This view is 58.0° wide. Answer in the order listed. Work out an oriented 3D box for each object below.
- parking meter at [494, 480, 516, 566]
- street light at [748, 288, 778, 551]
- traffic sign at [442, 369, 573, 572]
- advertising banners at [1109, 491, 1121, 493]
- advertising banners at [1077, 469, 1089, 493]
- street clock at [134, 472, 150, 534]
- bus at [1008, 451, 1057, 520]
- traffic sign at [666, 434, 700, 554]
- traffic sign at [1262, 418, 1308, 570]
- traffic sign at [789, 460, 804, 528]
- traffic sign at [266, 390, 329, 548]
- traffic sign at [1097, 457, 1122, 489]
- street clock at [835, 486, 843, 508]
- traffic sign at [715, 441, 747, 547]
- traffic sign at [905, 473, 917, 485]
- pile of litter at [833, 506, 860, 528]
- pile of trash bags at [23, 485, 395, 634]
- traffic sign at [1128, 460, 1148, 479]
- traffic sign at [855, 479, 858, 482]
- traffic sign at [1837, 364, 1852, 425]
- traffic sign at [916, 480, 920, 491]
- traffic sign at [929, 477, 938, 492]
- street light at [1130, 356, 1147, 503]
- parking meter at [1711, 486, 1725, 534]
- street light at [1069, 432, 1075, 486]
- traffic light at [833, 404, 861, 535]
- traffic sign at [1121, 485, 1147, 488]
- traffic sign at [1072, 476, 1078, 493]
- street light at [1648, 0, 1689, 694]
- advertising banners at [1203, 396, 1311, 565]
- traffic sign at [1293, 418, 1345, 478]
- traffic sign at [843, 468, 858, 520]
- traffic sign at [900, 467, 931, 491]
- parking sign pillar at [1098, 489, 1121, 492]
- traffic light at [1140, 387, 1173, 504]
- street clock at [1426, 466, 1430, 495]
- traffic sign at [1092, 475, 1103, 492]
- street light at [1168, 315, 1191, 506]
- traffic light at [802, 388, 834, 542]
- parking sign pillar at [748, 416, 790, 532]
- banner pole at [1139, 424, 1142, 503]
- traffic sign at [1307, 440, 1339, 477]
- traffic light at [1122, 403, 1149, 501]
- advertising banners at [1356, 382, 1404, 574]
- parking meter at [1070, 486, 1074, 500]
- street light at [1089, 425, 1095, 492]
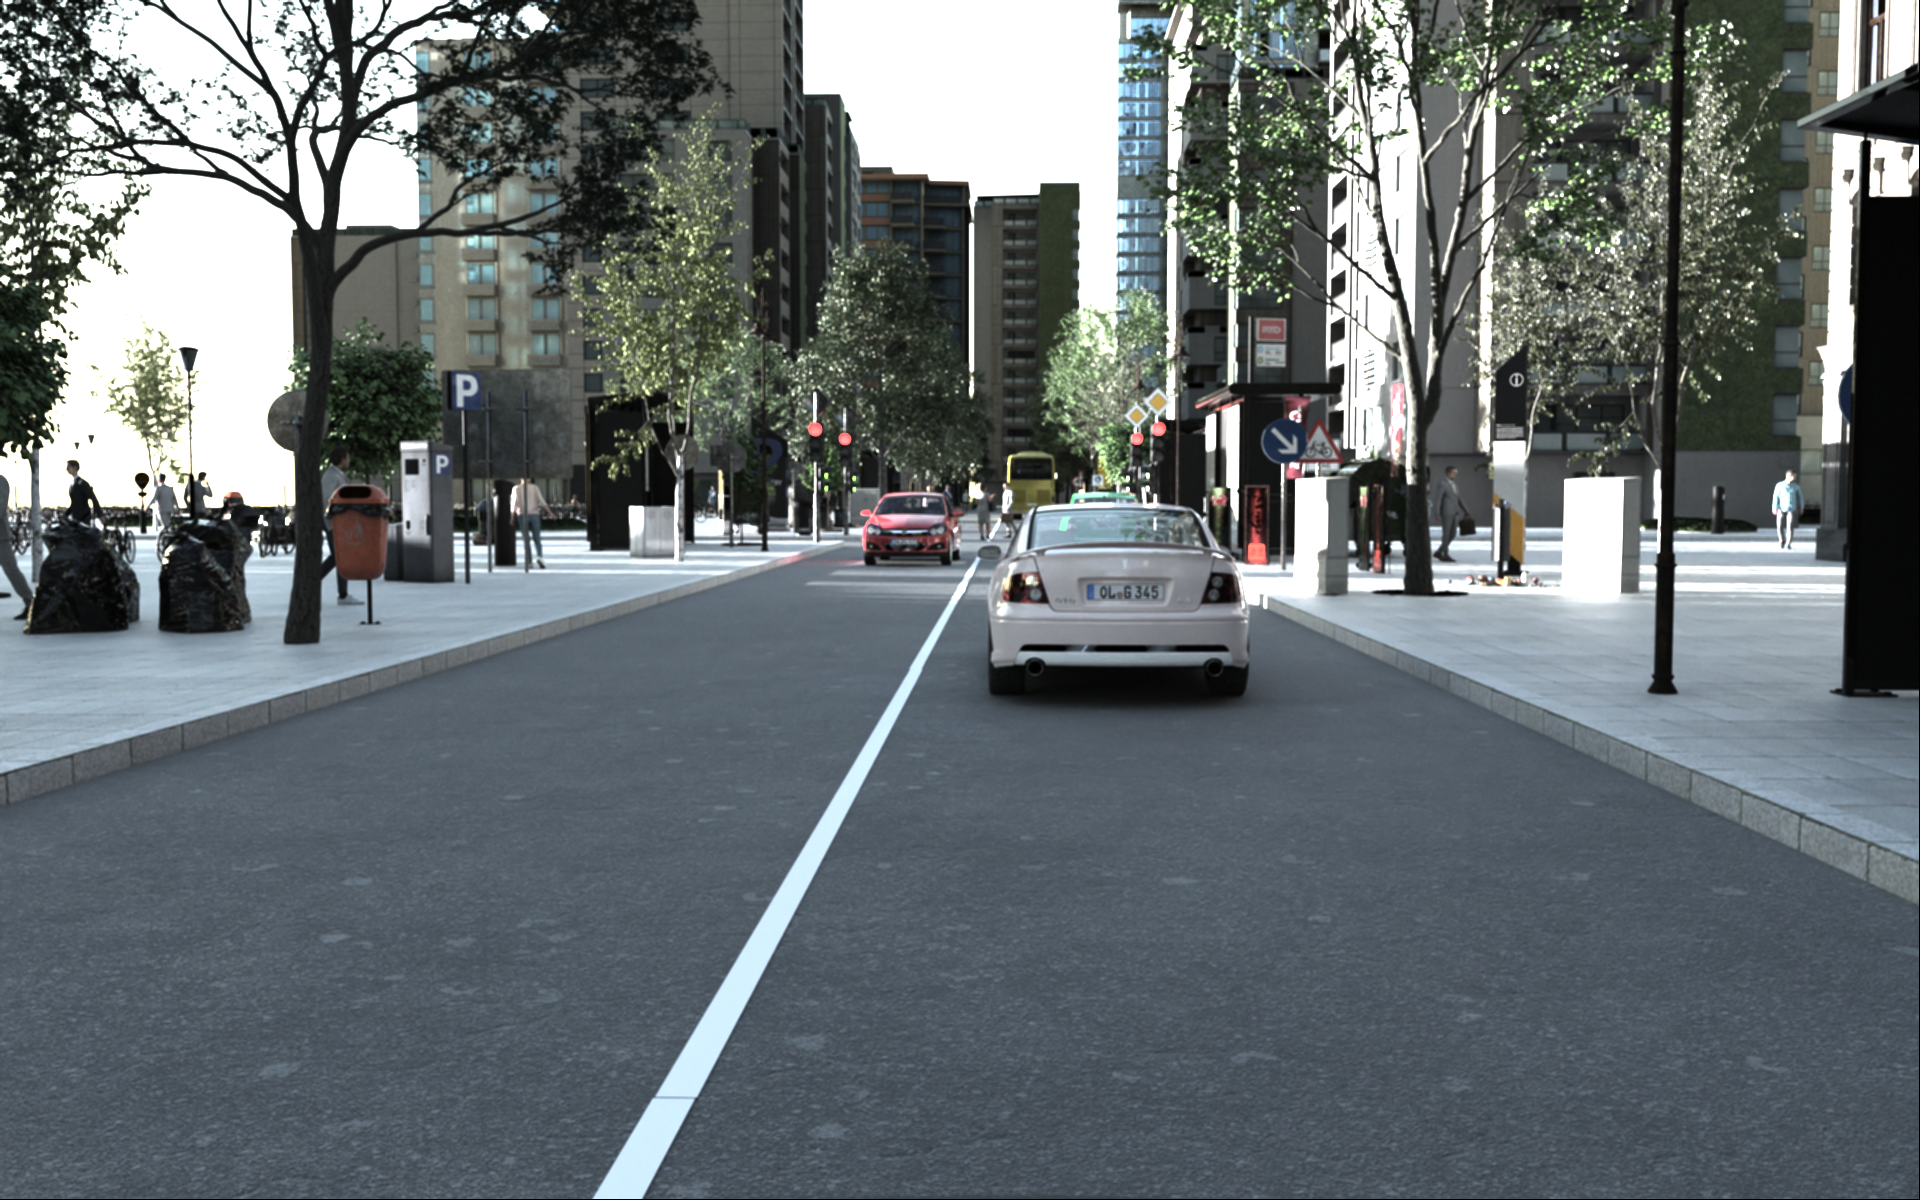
[{"bbox_3d":[-8.165,-1.386,31.075,0.372,1.533,0.369,0,3,0],"label":"parking meter"},{"bbox_3d":[-4.406,-4.045,38.917,0.468,5.910,1.993,0,4,2],"label":"street light"},{"bbox_3d":[-7.418,-2.108,28.347,2.265,3.308,0.079,1,4,11],"label":"traffic sign"},{"bbox_3d":[8.433,-6.084,95.654,2.074,3.025,0.090,3,4,38],"label":"advertising banners"},{"bbox_3d":[9.042,-7.567,119.912,2.074,3.025,0.090,-1,4,-18],"label":"advertising banners"},{"bbox_3d":[-26.508,-3.156,56.168,0.471,2.002,0.358,-2,4,-30],"label":"street clock"},{"bbox_3d":[4.137,-6.574,99.036,2.896,3.916,12.252,0,4,3],"label":"bus"},{"bbox_3d":[-5.931,-2.257,37.012,0.768,2.556,0.104,1,4,11],"label":"traffic sign"},{"bbox_3d":[5.473,-1.782,29.246,0.768,2.556,0.104,1,4,10],"label":"traffic sign"},{"bbox_3d":[-6.283,-3.995,65.423,0.768,2.556,0.104,0,4,5],"label":"traffic sign"},{"bbox_3d":[-8.102,-1.289,21.188,0.768,2.556,0.104,0,4,2],"label":"traffic sign"},{"bbox_3d":[8.605,-6.155,94.510,2.265,3.308,0.079,0,4,3],"label":"traffic sign"},{"bbox_3d":[-6.280,-5.188,89.387,0.471,2.002,0.358,-2,4,-32],"label":"street clock"},{"bbox_3d":[-5.518,-2.546,41.730,0.768,2.556,0.104,0,4,6],"label":"traffic sign"},{"bbox_3d":[-2.956,-6.451,105.574,0.768,2.556,0.104,0,4,2],"label":"traffic sign"},{"bbox_3d":[-4.430,-3.220,66.613,1.176,0.858,1.719,-1,4,-10],"label":"pile of litter"},{"bbox_3d":[-7.219,-0.429,16.766,3.447,1.369,1.912,0,4,-3],"label":"pile of trash bags"},{"bbox_3d":[6.459,-3.831,62.751,0.768,2.556,0.104,0,4,3],"label":"traffic sign"},{"bbox_3d":[-5.952,-5.849,95.630,0.884,2.594,0.081,0,4,4],"label":"traffic sign"},{"bbox_3d":[8.250,-0.948,15.598,0.768,2.556,0.104,0,4,3],"label":"traffic sign"},{"bbox_3d":[-2.962,-7.764,126.946,0.884,2.594,0.081,1,4,9],"label":"traffic sign"},{"bbox_3d":[-1.805,-7.337,120.070,0.768,2.556,0.104,0,4,4],"label":"traffic sign"},{"bbox_3d":[5.990,-5.234,58.359,0.468,5.910,1.993,0,4,2],"label":"street light"},{"bbox_3d":[24.454,-2.903,55.875,0.372,1.533,0.369,0,3,0],"label":"parking meter"},{"bbox_3d":[8.190,-9.432,127.006,0.468,5.910,1.993,0,4,2],"label":"street light"},{"bbox_3d":[-3.523,-3.971,53.852,0.839,4.253,0.868,0,4,2],"label":"traffic light"},{"bbox_3d":[7.723,-4.712,70.914,2.265,3.308,0.079,1,4,9],"label":"traffic sign"},{"bbox_3d":[8.465,-7.646,125.123,0.768,2.556,0.104,1,4,9],"label":"traffic sign"},{"bbox_3d":[4.536,-2.337,11.003,0.468,5.910,1.993,0,4,2],"label":"street light"},{"bbox_3d":[5.374,-2.155,31.419,2.074,3.025,0.090,2,4,35],"label":"advertising banners"},{"bbox_3d":[6.157,-1.822,29.792,0.884,2.594,0.081,0,4,5],"label":"traffic sign"},{"bbox_3d":[-5.433,-5.219,85.429,0.768,2.556,0.104,0,4,3],"label":"traffic sign"},{"bbox_3d":[-3.319,-8.248,128.729,2.265,3.308,0.079,0,4,6],"label":"traffic sign"},{"bbox_3d":[9.309,-6.973,102.488,1.447,3.967,1.447,-3,5,-45],"label":"parking sign pillar"},{"bbox_3d":[5.181,-3.467,45.604,0.839,4.253,0.868,0,4,2],"label":"traffic light"},{"bbox_3d":[11.944,-2.454,44.687,0.358,2.002,0.471,0,4,2],"label":"street clock"},{"bbox_3d":[7.309,-5.488,91.860,0.606,2.300,0.079,0,4,4],"label":"traffic sign"},{"bbox_3d":[5.672,-4.414,44.957,0.468,5.910,1.993,0,4,2],"label":"street light"},{"bbox_3d":[-3.776,-3.483,45.871,0.839,4.253,0.868,0,4,2],"label":"traffic light"},{"bbox_3d":[-6.582,-4.354,59.657,1.447,3.967,1.447,1,4,9],"label":"parking sign pillar"},{"bbox_3d":[5.864,-4.053,56.291,0.401,3.779,0.863,0,4,7],"label":"banner pole"},{"bbox_3d":[6.746,-1.841,32.237,0.606,2.300,0.079,0,4,7],"label":"traffic sign"},{"bbox_3d":[5.434,-3.955,53.585,0.839,4.253,0.868,0,4,2],"label":"traffic light"},{"bbox_3d":[6.822,-1.955,28.152,0.090,3.025,2.074,0,4,-5],"label":"advertising banners"},{"bbox_3d":[7.784,-7.020,120.494,0.255,1.863,0.399,1,4,16],"label":"parking meter"},{"bbox_3d":[7.155,-7.355,93.049,0.468,5.910,1.993,0,4,2],"label":"street light"}]
